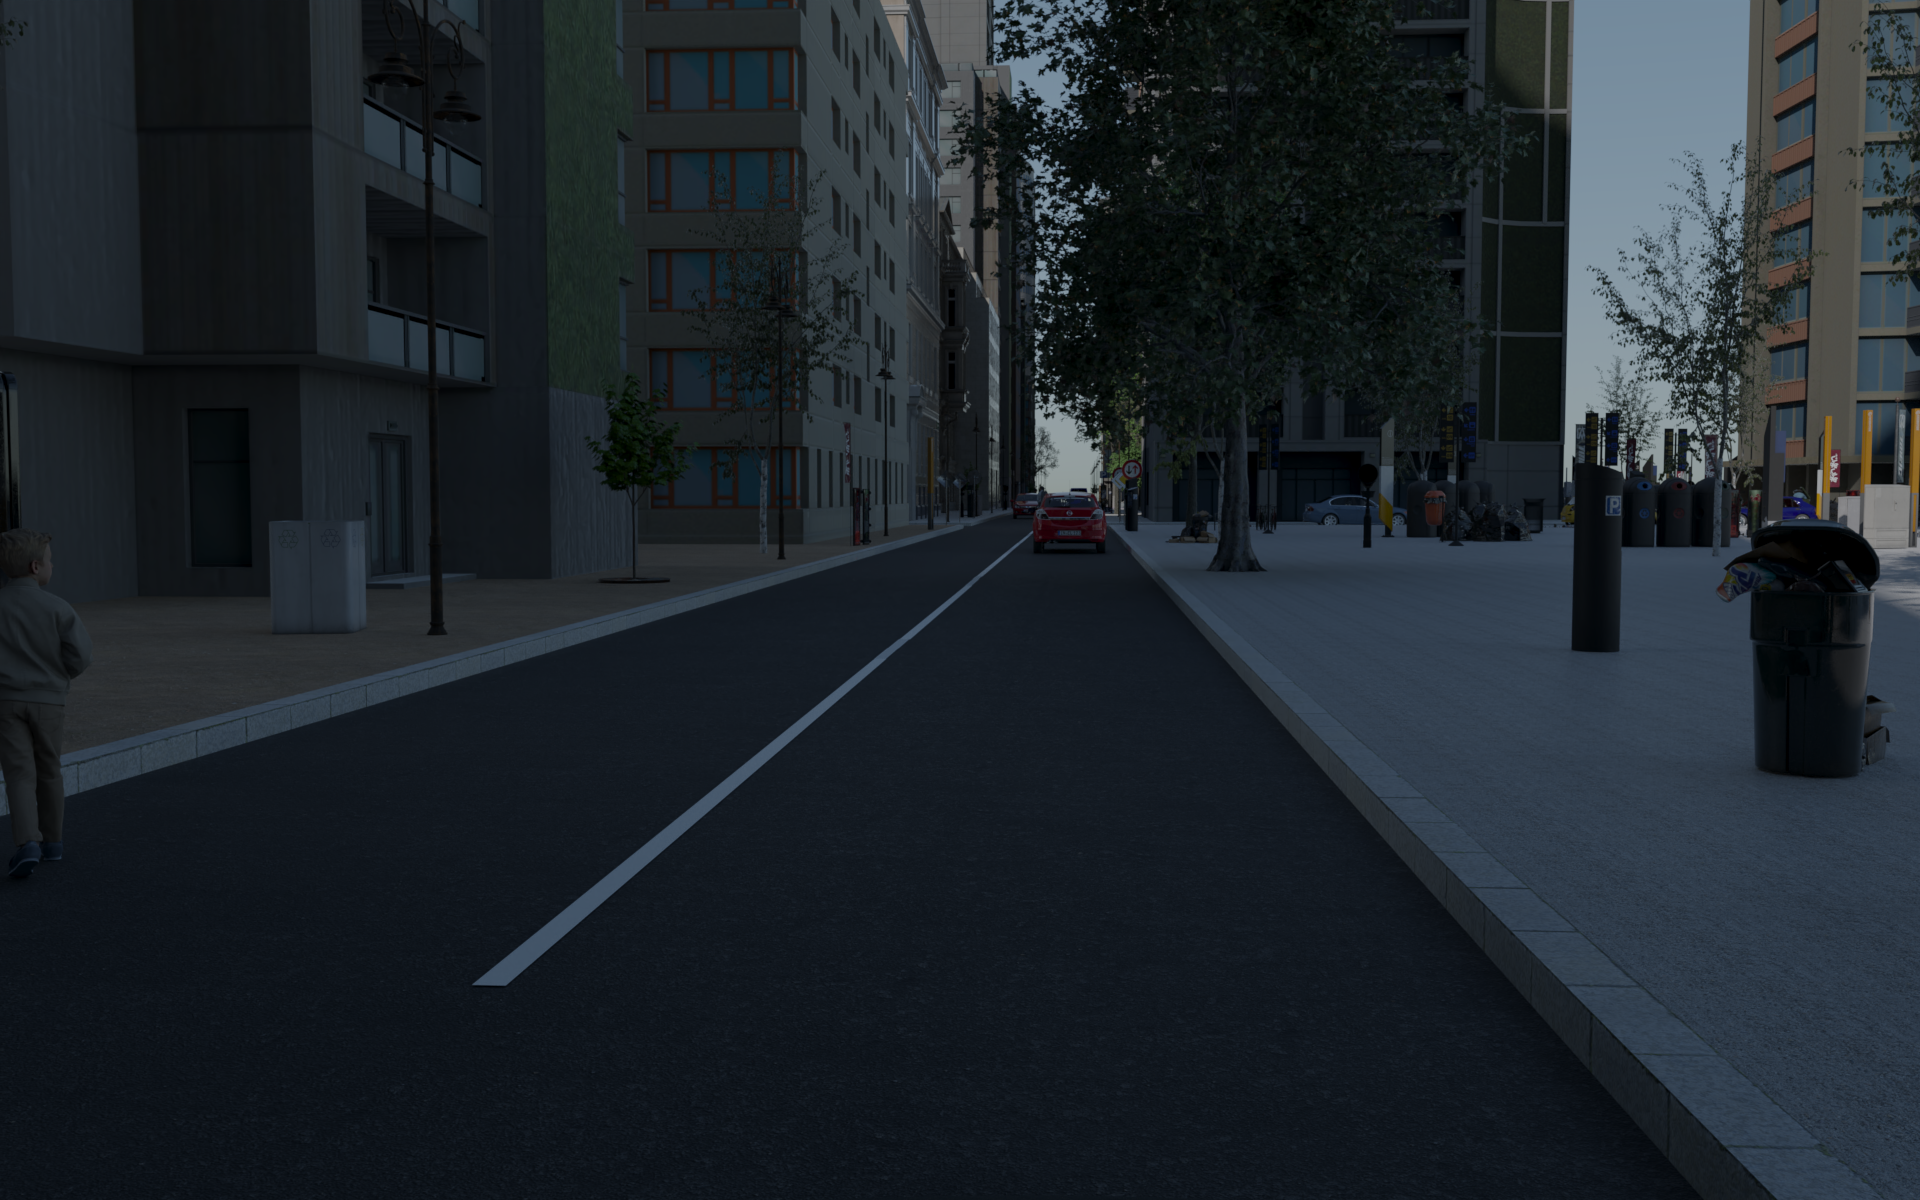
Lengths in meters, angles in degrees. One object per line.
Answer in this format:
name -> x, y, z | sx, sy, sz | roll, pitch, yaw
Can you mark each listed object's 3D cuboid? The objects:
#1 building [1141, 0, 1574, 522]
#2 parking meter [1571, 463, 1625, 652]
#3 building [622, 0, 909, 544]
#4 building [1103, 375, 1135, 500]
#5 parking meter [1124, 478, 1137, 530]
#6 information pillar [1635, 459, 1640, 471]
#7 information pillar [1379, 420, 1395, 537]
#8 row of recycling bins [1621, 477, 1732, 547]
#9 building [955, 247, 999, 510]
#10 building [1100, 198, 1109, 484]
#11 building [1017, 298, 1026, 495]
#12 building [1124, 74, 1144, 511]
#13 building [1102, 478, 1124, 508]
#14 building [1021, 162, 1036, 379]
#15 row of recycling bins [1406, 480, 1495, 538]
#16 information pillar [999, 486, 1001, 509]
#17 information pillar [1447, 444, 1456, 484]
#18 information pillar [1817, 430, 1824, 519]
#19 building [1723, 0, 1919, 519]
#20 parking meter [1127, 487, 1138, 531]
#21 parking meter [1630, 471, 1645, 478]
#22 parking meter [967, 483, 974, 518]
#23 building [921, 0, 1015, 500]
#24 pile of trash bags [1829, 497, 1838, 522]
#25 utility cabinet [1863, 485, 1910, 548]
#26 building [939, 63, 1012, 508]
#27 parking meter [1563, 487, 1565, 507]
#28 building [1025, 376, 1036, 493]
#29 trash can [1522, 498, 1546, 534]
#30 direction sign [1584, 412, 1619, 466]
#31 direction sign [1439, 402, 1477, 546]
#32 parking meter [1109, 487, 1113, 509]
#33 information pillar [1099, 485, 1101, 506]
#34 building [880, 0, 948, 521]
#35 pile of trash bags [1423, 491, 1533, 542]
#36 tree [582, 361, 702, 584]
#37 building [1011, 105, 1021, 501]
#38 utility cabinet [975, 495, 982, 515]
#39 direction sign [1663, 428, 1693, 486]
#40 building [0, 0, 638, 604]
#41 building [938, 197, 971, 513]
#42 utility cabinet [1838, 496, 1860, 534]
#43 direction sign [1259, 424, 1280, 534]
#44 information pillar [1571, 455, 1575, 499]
building -> 19.836, -39.629, 86.189 | 20.611, 71.187, 20.563 | 0, 4, 4
parking meter -> 5.212, -0.352, 14.160 | 0.372, 1.533, 0.369 | 0, 3, 0
building -> -17.464, -13.037, 58.194 | 28.899, 21.520, 27.650 | 0, 4, 4
building -> 27.525, -34.526, 248.090 | 14.154, 41.232, 14.086 | 0, 4, 4
parking meter -> 6.031, -3.391, 61.154 | 0.399, 1.863, 0.255 | -2, 4, -24
information pillar -> 45.339, -7.635, 116.187 | 0.504, 3.616, 0.183 | 2, 4, 28
information pillar -> 12.633, -3.664, 51.269 | 0.504, 3.616, 0.183 | -2, 4, -27
row of recycling bins -> 16.850, -2.132, 41.979 | 3.534, 1.692, 1.069 | 0, 4, -3
building -> -2.349, -17.623, 142.888 | 10.420, 20.320, 16.860 | 0, 4, 4
building -> 37.859, -43.290, 297.033 | 28.713, 52.752, 27.495 | 0, 4, 4
building -> 2.119, -29.026, 246.270 | 14.160, 30.474, 14.107 | 0, 4, 4
building -> 23.762, -29.485, 136.706 | 22.147, 44.769, 28.867 | 0, 4, 4
building -> 31.957, -30.473, 190.108 | 32.217, 40.220, 23.993 | 0, 4, 4
building -> 2.022, -46.126, 296.152 | 21.231, 58.520, 28.212 | 0, 4, 4
row of recycling bins -> 14.801, -2.743, 51.969 | 3.534, 1.692, 1.069 | -2, 4, -35
information pillar -> 3.385, -9.051, 152.482 | 0.304, 2.012, 0.304 | 3, 5, 44
information pillar -> 21.938, -5.241, 77.042 | 0.504, 3.616, 0.183 | 0, 4, -2
information pillar -> 29.658, -4.171, 59.551 | 0.504, 3.616, 0.183 | -3, 4, -36
building -> 54.237, -26.408, 86.397 | 28.867, 44.769, 22.147 | 0, 4, 4
parking meter -> 5.937, -3.129, 59.574 | 0.372, 1.533, 0.369 | 0, 3, 0
parking meter -> 16.781, -2.278, 42.962 | 0.255, 1.863, 0.399 | 0, 4, 0
parking meter -> 0.577, -5.441, 94.674 | 0.255, 1.863, 0.399 | 2, 4, 25
building -> -4.745, -45.212, 177.470 | 20.563, 71.187, 20.611 | 0, 4, 4
pile of trash bags -> 33.076, -3.260, 63.048 | 1.912, 1.369, 3.447 | -1, 4, -23
utility cabinet -> 21.713, -1.950, 40.564 | 1.173, 1.500, 0.318 | -2, 4, -25
building -> -2.498, -29.190, 160.857 | 14.154, 41.232, 14.086 | 0, 4, 4
parking meter -> 50.444, -8.516, 144.946 | 0.255, 1.863, 0.399 | 2, 4, 29
building -> -2.459, -25.892, 268.367 | 27.650, 21.520, 28.899 | 0, 4, 4
trash can -> 18.710, -2.743, 56.497 | 0.748, 1.137, 0.748 | 0, 3, 0
direction sign -> 17.842, -3.439, 48.227 | 0.876, 3.537, 0.379 | 1, 4, 13
direction sign -> 12.271, -3.103, 42.729 | 0.876, 3.537, 0.379 | 0, 4, 5
parking meter -> 12.523, -8.479, 144.345 | 0.399, 1.863, 0.255 | 1, 4, 12
information pillar -> 11.770, -8.566, 144.551 | 0.304, 2.012, 0.304 | -1, 4, -12
building -> -7.983, -18.586, 89.780 | 13.634, 28.700, 20.117 | 0, 4, 4
pile of trash bags -> 13.847, -2.279, 47.021 | 3.447, 1.369, 1.912 | -2, 4, -35
tree -> -4.812, -1.861, 25.026 | 1.663, 3.219, 1.824 | 0, 3, 0
building -> -0.304, -33.349, 195.371 | 14.600, 45.320, 14.200 | 0, 4, 4
utility cabinet -> 1.017, -5.824, 106.390 | 0.306, 1.237, 1.020 | -2, 4, -26
direction sign -> 24.669, -4.146, 59.779 | 0.876, 3.537, 0.379 | -1, 4, -12
building -> -13.266, -20.796, 23.613 | 14.154, 41.232, 14.086 | 0, 4, 4
building -> -6.594, -18.236, 117.241 | 14.460, 24.649, 34.723 | 0, 4, 4
utility cabinet -> 24.301, -2.198, 47.097 | 1.020, 1.237, 0.306 | -2, 4, -29
direction sign -> 9.987, -3.915, 56.013 | 0.379, 3.537, 0.876 | -3, 4, -37
information pillar -> 36.972, -6.891, 104.014 | 0.504, 3.616, 0.183 | 2, 4, 32
